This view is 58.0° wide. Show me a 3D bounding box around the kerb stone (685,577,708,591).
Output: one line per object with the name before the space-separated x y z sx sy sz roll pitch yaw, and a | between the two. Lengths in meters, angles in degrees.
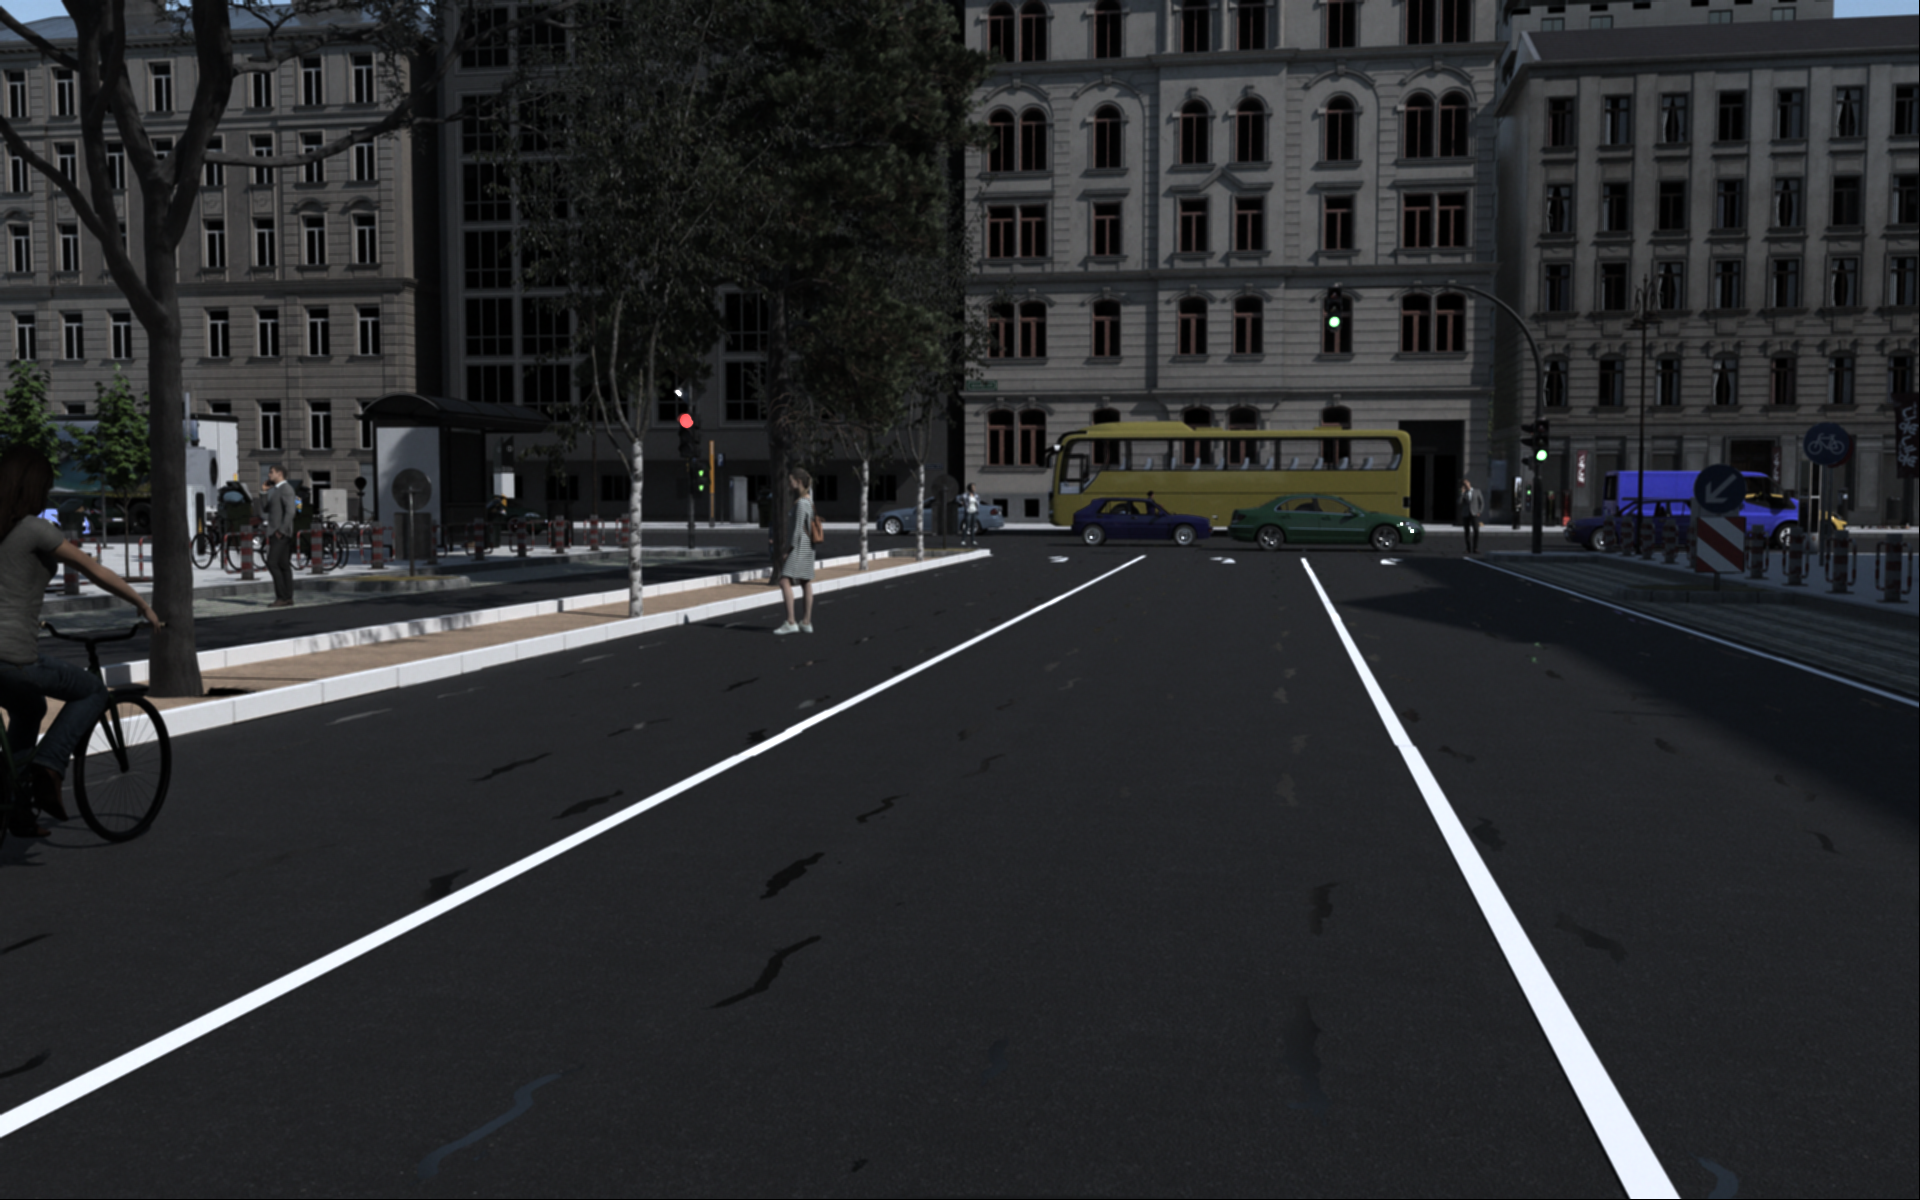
kerb stone | -4.026 -0.226 25.892 0.120 0.150 1.000 1 4 10

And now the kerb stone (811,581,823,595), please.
kerb stone | -2.156 -0.137 24.441 0.120 0.150 1.000 1 4 10

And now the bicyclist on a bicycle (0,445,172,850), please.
bicyclist on a bicycle | -3.525 0.208 6.620 1.499 1.676 1.625 1 4 9

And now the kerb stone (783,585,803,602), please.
kerb stone | -2.334 -0.075 23.432 0.120 0.150 1.000 1 4 10

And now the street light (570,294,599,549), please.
street light | -8.459 -4.111 40.011 0.468 5.910 1.993 1 4 10

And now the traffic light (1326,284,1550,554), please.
traffic light | 10.319 -3.838 37.422 4.771 5.953 1.251 1 4 10

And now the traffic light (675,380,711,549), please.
traffic light | -6.278 -3.154 40.489 0.839 4.253 0.868 1 4 10

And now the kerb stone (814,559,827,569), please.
kerb stone | -2.757 -0.659 32.969 0.120 0.150 1.000 1 4 10

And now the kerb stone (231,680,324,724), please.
kerb stone | -4.489 0.670 11.299 0.120 0.150 1.000 1 4 10

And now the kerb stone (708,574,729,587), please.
kerb stone | -3.846 -0.288 26.901 0.120 0.150 1.000 1 4 10

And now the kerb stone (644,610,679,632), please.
kerb stone | -3.234 0.236 18.382 0.120 0.150 1.000 1 4 10

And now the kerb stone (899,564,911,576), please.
kerb stone | -1.067 -0.509 30.524 0.120 0.150 1.000 1 4 10

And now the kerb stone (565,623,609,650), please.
kerb stone | -3.586 0.357 16.363 0.120 0.150 1.000 1 4 10

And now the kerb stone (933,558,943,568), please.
kerb stone | -0.531 -0.695 33.561 0.120 0.150 1.000 1 4 10

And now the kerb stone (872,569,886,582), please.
kerb stone | -1.421 -0.386 28.501 0.120 0.150 1.000 1 4 10

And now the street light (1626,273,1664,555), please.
street light | 14.370 -3.895 36.478 0.468 5.910 1.993 1 4 10

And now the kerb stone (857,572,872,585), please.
kerb stone | -1.606 -0.324 27.493 0.120 0.150 1.000 1 4 10

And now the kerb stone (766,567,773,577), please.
kerb stone | -3.305 -0.474 29.938 0.120 0.150 1.000 1 4 10

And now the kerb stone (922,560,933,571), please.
kerb stone | -0.704 -0.633 32.544 0.120 0.150 1.000 1 4 10

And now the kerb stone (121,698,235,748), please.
kerb stone | -4.666 0.729 10.281 0.120 0.150 1.000 1 4 10

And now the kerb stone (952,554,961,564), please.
kerb stone | -0.173 -0.819 35.581 0.120 0.150 1.000 1 4 10

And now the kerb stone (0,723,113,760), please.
kerb stone | -4.852 0.792 9.273 0.120 0.150 1.000 1 4 10

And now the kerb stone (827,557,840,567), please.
kerb stone | -2.588 -0.718 33.984 0.120 0.150 1.000 1 4 10

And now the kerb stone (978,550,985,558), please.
kerb stone | 0.360 -1.002 38.617 0.120 0.150 1.000 1 4 10

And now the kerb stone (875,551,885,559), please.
kerb stone | -1.872 -0.969 38.037 0.120 0.150 1.000 1 4 10

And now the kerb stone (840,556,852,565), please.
kerb stone | -2.407 -0.783 35.000 0.120 0.150 1.000 1 4 10

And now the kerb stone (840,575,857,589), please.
kerb stone | -1.787 -0.260 26.476 0.120 0.150 1.000 1 4 10

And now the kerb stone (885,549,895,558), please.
kerb stone | -1.686 -1.027 39.050 0.120 0.150 1.000 1 4 10

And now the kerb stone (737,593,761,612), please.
kerb stone | -2.690 0.048 21.413 0.120 0.150 1.000 1 4 10

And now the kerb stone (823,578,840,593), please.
kerb stone | -1.975 -0.200 25.462 0.120 0.150 1.000 1 4 10

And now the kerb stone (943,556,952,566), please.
kerb stone | -0.349 -0.755 34.571 0.120 0.150 1.000 1 4 10

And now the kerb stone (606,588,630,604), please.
kerb stone | -4.562 -0.036 22.848 0.120 0.150 1.000 1 4 10

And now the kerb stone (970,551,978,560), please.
kerb stone | 0.192 -0.935 37.604 0.120 0.150 1.000 1 4 10

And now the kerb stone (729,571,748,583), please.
kerb stone | -3.667 -0.350 27.914 0.120 0.150 1.000 1 4 10

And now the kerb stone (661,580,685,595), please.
kerb stone | -4.207 -0.164 24.883 0.120 0.150 1.000 1 4 10

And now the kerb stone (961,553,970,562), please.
kerb stone | 0.013 -0.881 36.595 0.120 0.150 1.000 1 4 10

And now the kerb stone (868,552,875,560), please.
kerb stone | -2.051 -0.907 37.027 0.120 0.150 1.000 1 4 10

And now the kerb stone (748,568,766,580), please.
kerb stone | -3.487 -0.412 28.929 0.120 0.150 1.000 1 4 10

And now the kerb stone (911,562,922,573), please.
kerb stone | -0.888 -0.571 31.536 0.120 0.150 1.000 1 4 10

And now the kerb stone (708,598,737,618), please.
kerb stone | -2.870 0.110 20.404 0.120 0.150 1.000 1 4 10

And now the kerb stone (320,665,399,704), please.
kerb stone | -4.309 0.605 12.312 0.120 0.150 1.000 1 4 10

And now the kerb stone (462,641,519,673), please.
kerb stone | -3.945 0.482 14.339 0.120 0.150 1.000 1 4 10

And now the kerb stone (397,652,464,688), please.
kerb stone | -4.121 0.543 13.319 0.120 0.150 1.000 1 4 10

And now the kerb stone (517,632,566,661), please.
kerb stone | -3.768 0.419 15.348 0.120 0.150 1.000 1 4 10

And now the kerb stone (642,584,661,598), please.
kerb stone | -4.390 -0.102 23.866 0.120 0.150 1.000 1 4 10

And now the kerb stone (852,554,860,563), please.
kerb stone | -2.226 -0.839 36.009 0.120 0.150 1.000 1 4 10

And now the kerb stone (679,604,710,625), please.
kerb stone | -3.045 0.178 19.394 0.120 0.150 1.000 1 4 10

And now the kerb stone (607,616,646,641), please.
kerb stone | -3.409 0.295 17.372 0.120 0.150 1.000 1 4 10

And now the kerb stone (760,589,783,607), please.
kerb stone | -2.514 -0.014 22.423 0.120 0.150 1.000 1 4 10

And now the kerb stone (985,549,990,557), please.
kerb stone | 0.548 -1.066 39.624 0.120 0.150 1.000 1 4 10

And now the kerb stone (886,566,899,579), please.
kerb stone | -1.247 -0.447 29.511 0.120 0.150 1.000 1 4 10
